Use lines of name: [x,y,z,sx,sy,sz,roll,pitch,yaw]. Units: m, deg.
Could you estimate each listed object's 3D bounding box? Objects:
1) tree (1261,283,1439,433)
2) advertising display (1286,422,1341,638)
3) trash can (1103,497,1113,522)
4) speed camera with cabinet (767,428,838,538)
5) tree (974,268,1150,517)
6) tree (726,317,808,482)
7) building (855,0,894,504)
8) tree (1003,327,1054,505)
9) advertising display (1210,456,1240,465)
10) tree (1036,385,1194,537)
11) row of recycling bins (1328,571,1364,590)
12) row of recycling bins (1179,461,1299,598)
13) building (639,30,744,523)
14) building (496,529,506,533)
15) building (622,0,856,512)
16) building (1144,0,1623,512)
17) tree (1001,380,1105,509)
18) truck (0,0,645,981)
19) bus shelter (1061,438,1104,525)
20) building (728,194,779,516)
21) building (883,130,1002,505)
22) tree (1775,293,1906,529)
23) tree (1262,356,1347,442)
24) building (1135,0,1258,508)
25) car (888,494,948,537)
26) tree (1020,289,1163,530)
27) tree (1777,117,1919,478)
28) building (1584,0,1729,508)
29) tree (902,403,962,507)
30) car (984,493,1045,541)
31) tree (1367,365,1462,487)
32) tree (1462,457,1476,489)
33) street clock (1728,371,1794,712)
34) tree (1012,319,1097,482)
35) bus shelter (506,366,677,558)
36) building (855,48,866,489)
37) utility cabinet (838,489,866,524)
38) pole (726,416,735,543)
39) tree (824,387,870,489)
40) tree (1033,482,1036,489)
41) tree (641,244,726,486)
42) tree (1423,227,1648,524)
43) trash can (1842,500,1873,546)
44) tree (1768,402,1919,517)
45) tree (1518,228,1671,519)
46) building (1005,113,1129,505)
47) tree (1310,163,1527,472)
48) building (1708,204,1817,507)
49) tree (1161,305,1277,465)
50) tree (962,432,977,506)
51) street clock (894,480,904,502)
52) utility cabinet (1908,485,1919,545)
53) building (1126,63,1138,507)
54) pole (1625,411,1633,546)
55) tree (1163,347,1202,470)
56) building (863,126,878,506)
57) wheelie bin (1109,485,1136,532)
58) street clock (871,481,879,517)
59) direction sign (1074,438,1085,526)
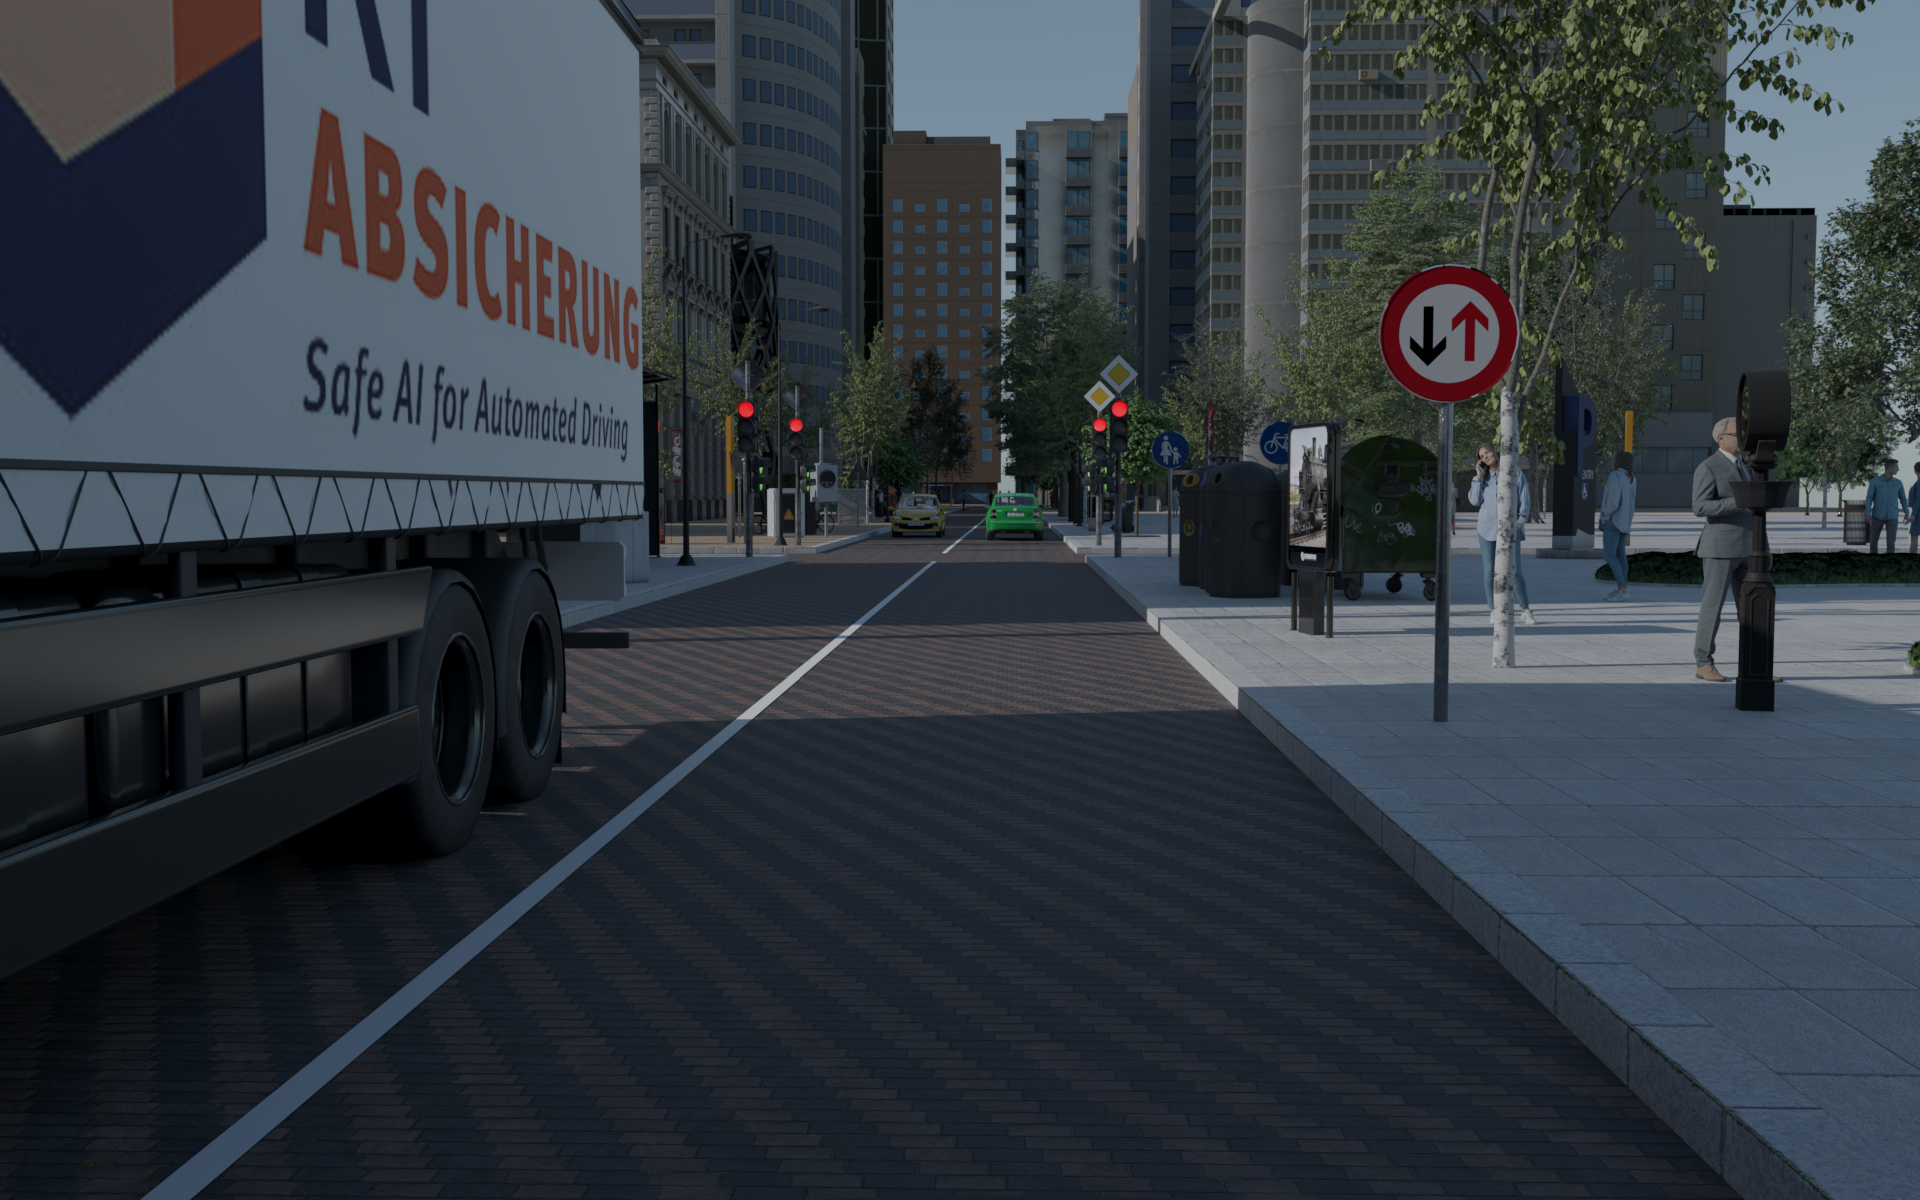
tree: [23.058,-11.612,100.231,12.009,13.543,11.850,0,3,0]
advertising display: [3.223,-0.649,15.832,0.123,1.923,0.974,-1,4,-11]
trash can: [6.738,-4.157,79.619,0.748,1.137,0.748,0,3,0]
speed camera with cabinet: [-4.669,-3.490,51.396,2.038,3.252,0.660,-2,4,-28]
tree: [5.706,-11.634,96.871,9.857,13.997,8.962,0,3,0]
tree: [-9.124,-7.385,71.104,4.737,8.622,4.395,0,3,0]
building: [-19.267,-47.776,219.393,20.611,71.187,20.563,0,4,2]
tree: [10.162,-20.549,191.872,12.611,20.169,13.585,0,3,0]
advertising display: [4.507,-1.485,29.494,0.123,1.923,0.974,2,4,32]
tree: [5.406,-4.181,52.075,4.285,4.588,4.351,0,3,0]
row of recycling bins: [5.044,-1.084,24.843,1.069,1.692,3.534,0,4,2]
row of recycling bins: [3.585,-0.970,22.969,1.069,1.692,3.534,0,4,0]
building: [-17.368,-15.554,83.188,11.050,23.489,19.941,0,4,2]
building: [-20.806,-11.737,59.349,16.820,18.784,16.811,0,4,2]
building: [-19.776,-36.130,132.717,21.231,58.520,28.212,0,4,2]
building: [30.550,-26.758,129.379,32.217,40.220,23.993,0,4,2]
tree: [8.308,-14.174,148.748,9.611,12.733,9.660,0,3,0]
truck: [-3.173,-0.970,4.773,2.839,4.237,11.283,0,4,1]
bus shelter: [5.302,-5.125,75.084,1.731,3.624,6.357,0,4,2]
building: [-19.319,-14.350,102.075,16.820,18.784,16.811,0,4,2]
building: [-1.971,-34.640,216.479,14.200,45.320,14.600,0,4,2]
tree: [32.013,-6.919,63.486,4.360,8.622,3.978,0,3,0]
tree: [23.990,-10.876,112.234,8.767,10.594,7.601,0,4,3]
building: [26.430,-37.512,155.312,21.231,58.520,28.212,0,4,2]
car: [-1.388,-2.959,58.605,2.015,1.641,3.980,0,4,2]
tree: [4.442,-6.857,62.471,4.737,8.622,4.395,0,3,0]
tree: [28.959,-8.205,51.162,9.611,12.733,9.660,0,3,0]
building: [55.932,-35.462,169.041,27.495,52.752,28.713,0,4,2]
tree: [-2.353,-10.874,128.147,4.360,8.622,3.978,0,3,0]
car: [1.730,-2.811,54.758,1.959,1.807,4.718,0,4,2]
tree: [22.443,-8.453,88.573,4.360,8.622,3.978,0,3,0]
tree: [31.892,-9.843,111.288,4.360,8.622,3.978,0,3,0]
street clock: [4.731,-0.348,10.254,0.358,2.002,0.471,1,4,15]
tree: [7.023,-11.787,110.840,7.486,12.596,7.792,0,3,0]
bus shelter: [-6.666,-2.485,31.917,1.731,3.624,6.357,0,4,2]
building: [-16.095,-28.802,154.507,14.154,41.232,14.086,0,4,2]
utility cabinet: [-4.500,-3.889,72.257,1.173,1.500,0.318,0,4,-3]
pole: [-6.029,-3.162,45.545,0.158,3.312,0.155,0,3,0]
tree: [-7.008,-10.142,116.189,4.360,8.622,3.978,0,3,0]
tree: [8.693,-11.541,172.406,4.285,4.588,4.351,0,3,0]
tree: [-9.047,-5.950,47.646,4.737,8.622,4.395,0,3,0]
tree: [24.765,-9.654,74.846,9.611,12.733,9.660,0,3,0]
trash can: [22.458,-1.939,43.353,0.748,1.137,0.748,0,3,0]
tree: [52.101,-8.110,95.510,11.467,7.101,20.602,-2,4,-32]
tree: [17.524,-6.006,48.561,4.360,8.622,3.978,0,3,0]
building: [21.013,-36.747,220.427,30.456,49.044,23.786,0,4,2]
tree: [15.586,-8.694,60.275,7.486,12.596,7.792,0,3,0]
building: [76.968,-24.775,176.776,14.107,30.474,14.160,0,4,2]
tree: [10.127,-7.217,68.361,4.360,8.622,3.978,0,3,0]
tree: [-1.112,-13.605,172.810,4.360,8.622,3.978,0,3,0]
street clock: [-3.053,-5.004,86.387,0.471,2.002,0.358,0,4,-1]
utility cabinet: [23.996,-2.071,42.539,0.318,1.500,1.173,-3,4,-38]
building: [24.473,-32.250,177.393,14.600,45.320,14.200,0,4,2]
pole: [16.395,-2.977,42.513,0.158,3.312,0.155,0,3,0]
tree: [11.260,-7.707,76.379,4.737,8.622,4.395,0,3,0]
building: [-22.834,-31.867,175.648,28.867,44.769,22.147,0,4,2]
wheelie bin: [5.554,-3.109,58.738,0.980,1.594,0.693,0,4,3]
street clock: [-4.778,-5.664,97.176,0.358,2.002,0.471,3,4,36]
direction sign: [4.743,-4.688,68.652,0.379,3.537,0.876,2,4,30]
